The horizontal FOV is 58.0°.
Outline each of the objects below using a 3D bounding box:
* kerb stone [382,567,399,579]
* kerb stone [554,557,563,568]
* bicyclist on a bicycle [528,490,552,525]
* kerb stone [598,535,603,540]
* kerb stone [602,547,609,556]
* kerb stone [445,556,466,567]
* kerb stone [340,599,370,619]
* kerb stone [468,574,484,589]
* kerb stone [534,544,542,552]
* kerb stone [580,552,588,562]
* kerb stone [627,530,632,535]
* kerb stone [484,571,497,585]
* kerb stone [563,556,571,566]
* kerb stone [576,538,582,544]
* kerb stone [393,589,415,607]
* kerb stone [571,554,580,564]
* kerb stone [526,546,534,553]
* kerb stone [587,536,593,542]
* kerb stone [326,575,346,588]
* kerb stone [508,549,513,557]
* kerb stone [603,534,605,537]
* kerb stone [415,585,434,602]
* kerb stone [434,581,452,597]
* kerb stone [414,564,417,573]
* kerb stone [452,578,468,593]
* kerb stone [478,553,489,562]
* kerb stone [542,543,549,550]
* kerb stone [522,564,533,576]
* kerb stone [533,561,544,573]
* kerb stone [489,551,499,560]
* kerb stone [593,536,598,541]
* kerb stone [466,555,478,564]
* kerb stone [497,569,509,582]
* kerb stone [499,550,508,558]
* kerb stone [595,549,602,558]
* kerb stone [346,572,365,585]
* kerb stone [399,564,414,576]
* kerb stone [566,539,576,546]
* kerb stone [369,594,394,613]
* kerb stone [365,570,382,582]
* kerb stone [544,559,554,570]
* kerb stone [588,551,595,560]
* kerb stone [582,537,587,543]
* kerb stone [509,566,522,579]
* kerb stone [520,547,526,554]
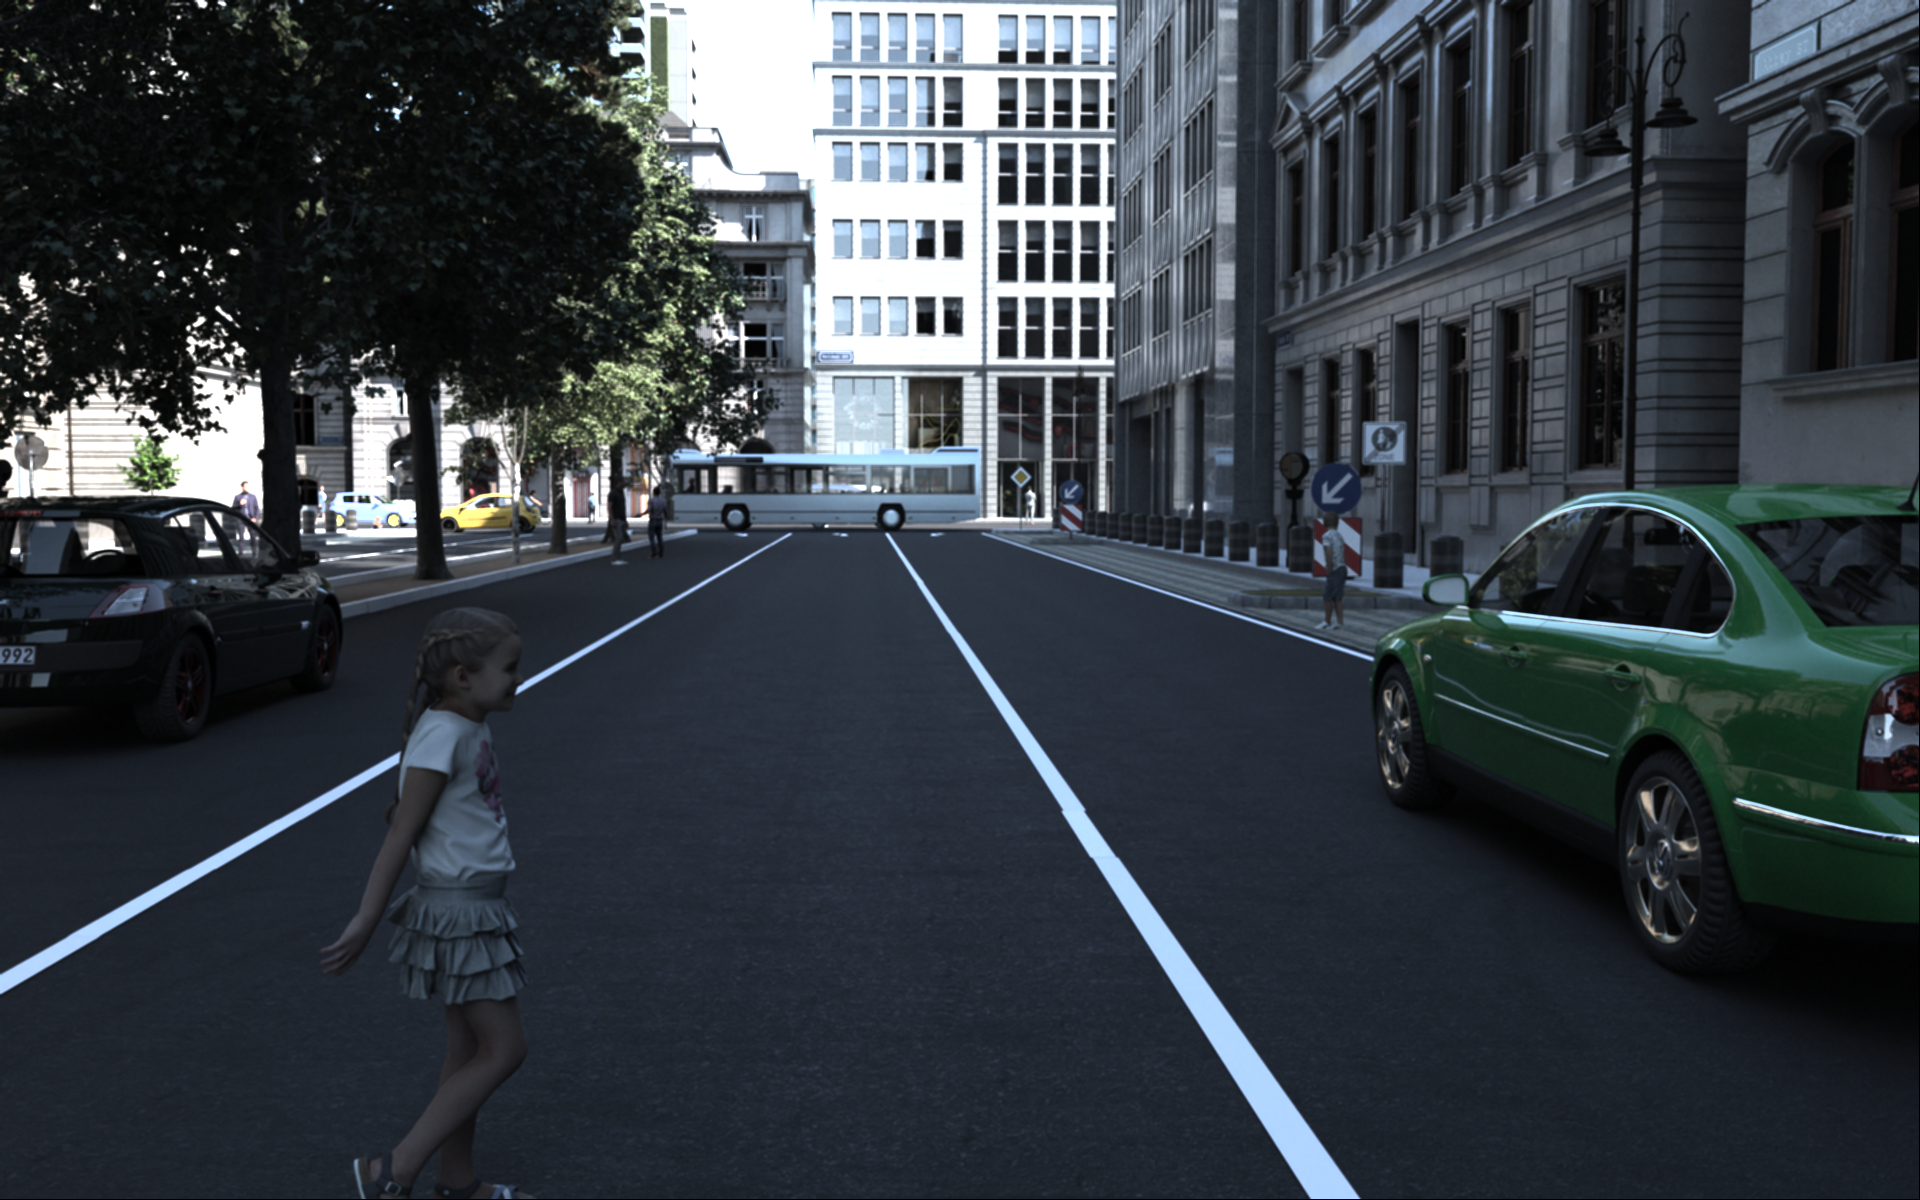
[{"bbox_3d":[-9.779,-0.442,29.445,0.120,0.150,1.000,0,4,-3],"label":"kerb stone"},{"bbox_3d":[-7.925,-0.703,33.688,0.120,0.150,1.000,0,4,-3],"label":"kerb stone"},{"bbox_3d":[-19.923,-4.345,81.061,1.625,1.676,1.499,0,4,-4],"label":"bicyclist on a bicycle"},{"bbox_3d":[-11.147,-1.890,53.094,0.120,0.150,1.000,0,4,-3],"label":"kerb stone"},{"bbox_3d":[-8.276,-1.077,39.835,0.120,0.150,1.000,0,4,-3],"label":"kerb stone"},{"bbox_3d":[-10.085,-0.759,34.597,0.120,0.150,1.000,0,4,-3],"label":"kerb stone"},{"bbox_3d":[-7.157,0.116,20.323,0.120,0.150,1.000,0,4,-3],"label":"kerb stone"},{"bbox_3d":[-7.497,-0.263,26.492,0.120,0.150,1.000,0,4,-3],"label":"kerb stone"},{"bbox_3d":[-10.556,-1.255,42.810,0.120,0.150,1.000,0,4,-3],"label":"kerb stone"},{"bbox_3d":[-8.100,-0.891,36.759,0.120,0.150,1.000,0,4,-3],"label":"kerb stone"},{"bbox_3d":[-11.617,-2.393,61.325,0.120,0.150,1.000,0,4,-3],"label":"kerb stone"},{"bbox_3d":[-7.567,-0.326,27.529,0.120,0.150,1.000,0,4,-3],"label":"kerb stone"},{"bbox_3d":[-7.983,-0.765,34.711,0.120,0.150,1.000,0,4,-3],"label":"kerb stone"},{"bbox_3d":[-10.910,-1.638,48.976,0.120,0.150,1.000,0,4,-3],"label":"kerb stone"},{"bbox_3d":[-7.268,-0.008,22.371,0.120,0.150,1.000,0,4,-3],"label":"kerb stone"},{"bbox_3d":[-8.031,-0.828,35.736,0.120,0.150,1.000,0,4,-3],"label":"kerb stone"},{"bbox_3d":[-10.492,-1.198,41.786,0.120,0.150,1.000,0,4,-3],"label":"kerb stone"},{"bbox_3d":[-11.040,-1.757,51.031,0.120,0.150,1.000,0,4,-3],"label":"kerb stone"},{"bbox_3d":[-9.604,-0.251,26.374,0.120,0.150,1.000,0,4,-3],"label":"kerb stone"},{"bbox_3d":[-10.370,-1.073,39.739,0.120,0.150,1.000,0,4,-3],"label":"kerb stone"},{"bbox_3d":[-11.195,-1.950,54.128,0.120,0.150,1.000,0,4,-3],"label":"kerb stone"},{"bbox_3d":[-7.332,-0.074,23.404,0.120,0.150,1.000,0,4,-3],"label":"kerb stone"},{"bbox_3d":[-7.387,-0.134,24.438,0.120,0.150,1.000,0,4,-3],"label":"kerb stone"},{"bbox_3d":[-9.908,-0.569,31.504,0.120,0.150,1.000,0,4,-3],"label":"kerb stone"},{"bbox_3d":[-7.447,-0.200,25.467,0.120,0.150,1.000,0,4,-3],"label":"kerb stone"},{"bbox_3d":[-10.199,-0.880,36.647,0.120,0.150,1.000,0,4,-3],"label":"kerb stone"},{"bbox_3d":[-10.610,-1.324,43.845,0.120,0.150,1.000,0,4,-3],"label":"kerb stone"},{"bbox_3d":[-7.746,-0.513,30.614,0.120,0.150,1.000,0,4,-3],"label":"kerb stone"},{"bbox_3d":[-7.803,-0.577,31.637,0.120,0.150,1.000,0,4,-3],"label":"kerb stone"},{"bbox_3d":[-10.254,-0.945,37.677,0.120,0.150,1.000,0,4,-3],"label":"kerb stone"},{"bbox_3d":[-11.081,-1.827,52.065,0.120,0.150,1.000,0,4,-3],"label":"kerb stone"},{"bbox_3d":[-10.137,-0.818,35.622,0.120,0.150,1.000,0,4,-3],"label":"kerb stone"},{"bbox_3d":[-7.633,-0.389,28.553,0.120,0.150,1.000,0,4,-3],"label":"kerb stone"},{"bbox_3d":[-10.316,-1.010,38.715,0.120,0.150,1.000,0,4,-3],"label":"kerb stone"},{"bbox_3d":[-8.206,-1.015,38.807,0.120,0.150,1.000,0,4,-3],"label":"kerb stone"},{"bbox_3d":[-9.662,-0.318,27.398,0.120,0.150,1.000,0,4,-3],"label":"kerb stone"},{"bbox_3d":[-9.842,-0.506,30.469,0.120,0.150,1.000,0,4,-3],"label":"kerb stone"},{"bbox_3d":[-10.844,-1.574,47.943,0.120,0.150,1.000,0,4,-3],"label":"kerb stone"},{"bbox_3d":[-7.204,0.052,21.348,0.120,0.150,1.000,0,4,-3],"label":"kerb stone"},{"bbox_3d":[-9.721,-0.380,28.421,0.120,0.150,1.000,0,4,-3],"label":"kerb stone"},{"bbox_3d":[-7.862,-0.639,32.661,0.120,0.150,1.000,0,4,-3],"label":"kerb stone"},{"bbox_3d":[-8.154,-0.953,37.783,0.120,0.150,1.000,0,4,-3],"label":"kerb stone"},{"bbox_3d":[-10.971,-1.701,50.000,0.120,0.150,1.000,0,4,-3],"label":"kerb stone"},{"bbox_3d":[-7.681,-0.451,29.588,0.120,0.150,1.000,0,4,-3],"label":"kerb stone"},{"bbox_3d":[-10.433,-1.133,40.762,0.120,0.150,1.000,0,4,-3],"label":"kerb stone"}]
